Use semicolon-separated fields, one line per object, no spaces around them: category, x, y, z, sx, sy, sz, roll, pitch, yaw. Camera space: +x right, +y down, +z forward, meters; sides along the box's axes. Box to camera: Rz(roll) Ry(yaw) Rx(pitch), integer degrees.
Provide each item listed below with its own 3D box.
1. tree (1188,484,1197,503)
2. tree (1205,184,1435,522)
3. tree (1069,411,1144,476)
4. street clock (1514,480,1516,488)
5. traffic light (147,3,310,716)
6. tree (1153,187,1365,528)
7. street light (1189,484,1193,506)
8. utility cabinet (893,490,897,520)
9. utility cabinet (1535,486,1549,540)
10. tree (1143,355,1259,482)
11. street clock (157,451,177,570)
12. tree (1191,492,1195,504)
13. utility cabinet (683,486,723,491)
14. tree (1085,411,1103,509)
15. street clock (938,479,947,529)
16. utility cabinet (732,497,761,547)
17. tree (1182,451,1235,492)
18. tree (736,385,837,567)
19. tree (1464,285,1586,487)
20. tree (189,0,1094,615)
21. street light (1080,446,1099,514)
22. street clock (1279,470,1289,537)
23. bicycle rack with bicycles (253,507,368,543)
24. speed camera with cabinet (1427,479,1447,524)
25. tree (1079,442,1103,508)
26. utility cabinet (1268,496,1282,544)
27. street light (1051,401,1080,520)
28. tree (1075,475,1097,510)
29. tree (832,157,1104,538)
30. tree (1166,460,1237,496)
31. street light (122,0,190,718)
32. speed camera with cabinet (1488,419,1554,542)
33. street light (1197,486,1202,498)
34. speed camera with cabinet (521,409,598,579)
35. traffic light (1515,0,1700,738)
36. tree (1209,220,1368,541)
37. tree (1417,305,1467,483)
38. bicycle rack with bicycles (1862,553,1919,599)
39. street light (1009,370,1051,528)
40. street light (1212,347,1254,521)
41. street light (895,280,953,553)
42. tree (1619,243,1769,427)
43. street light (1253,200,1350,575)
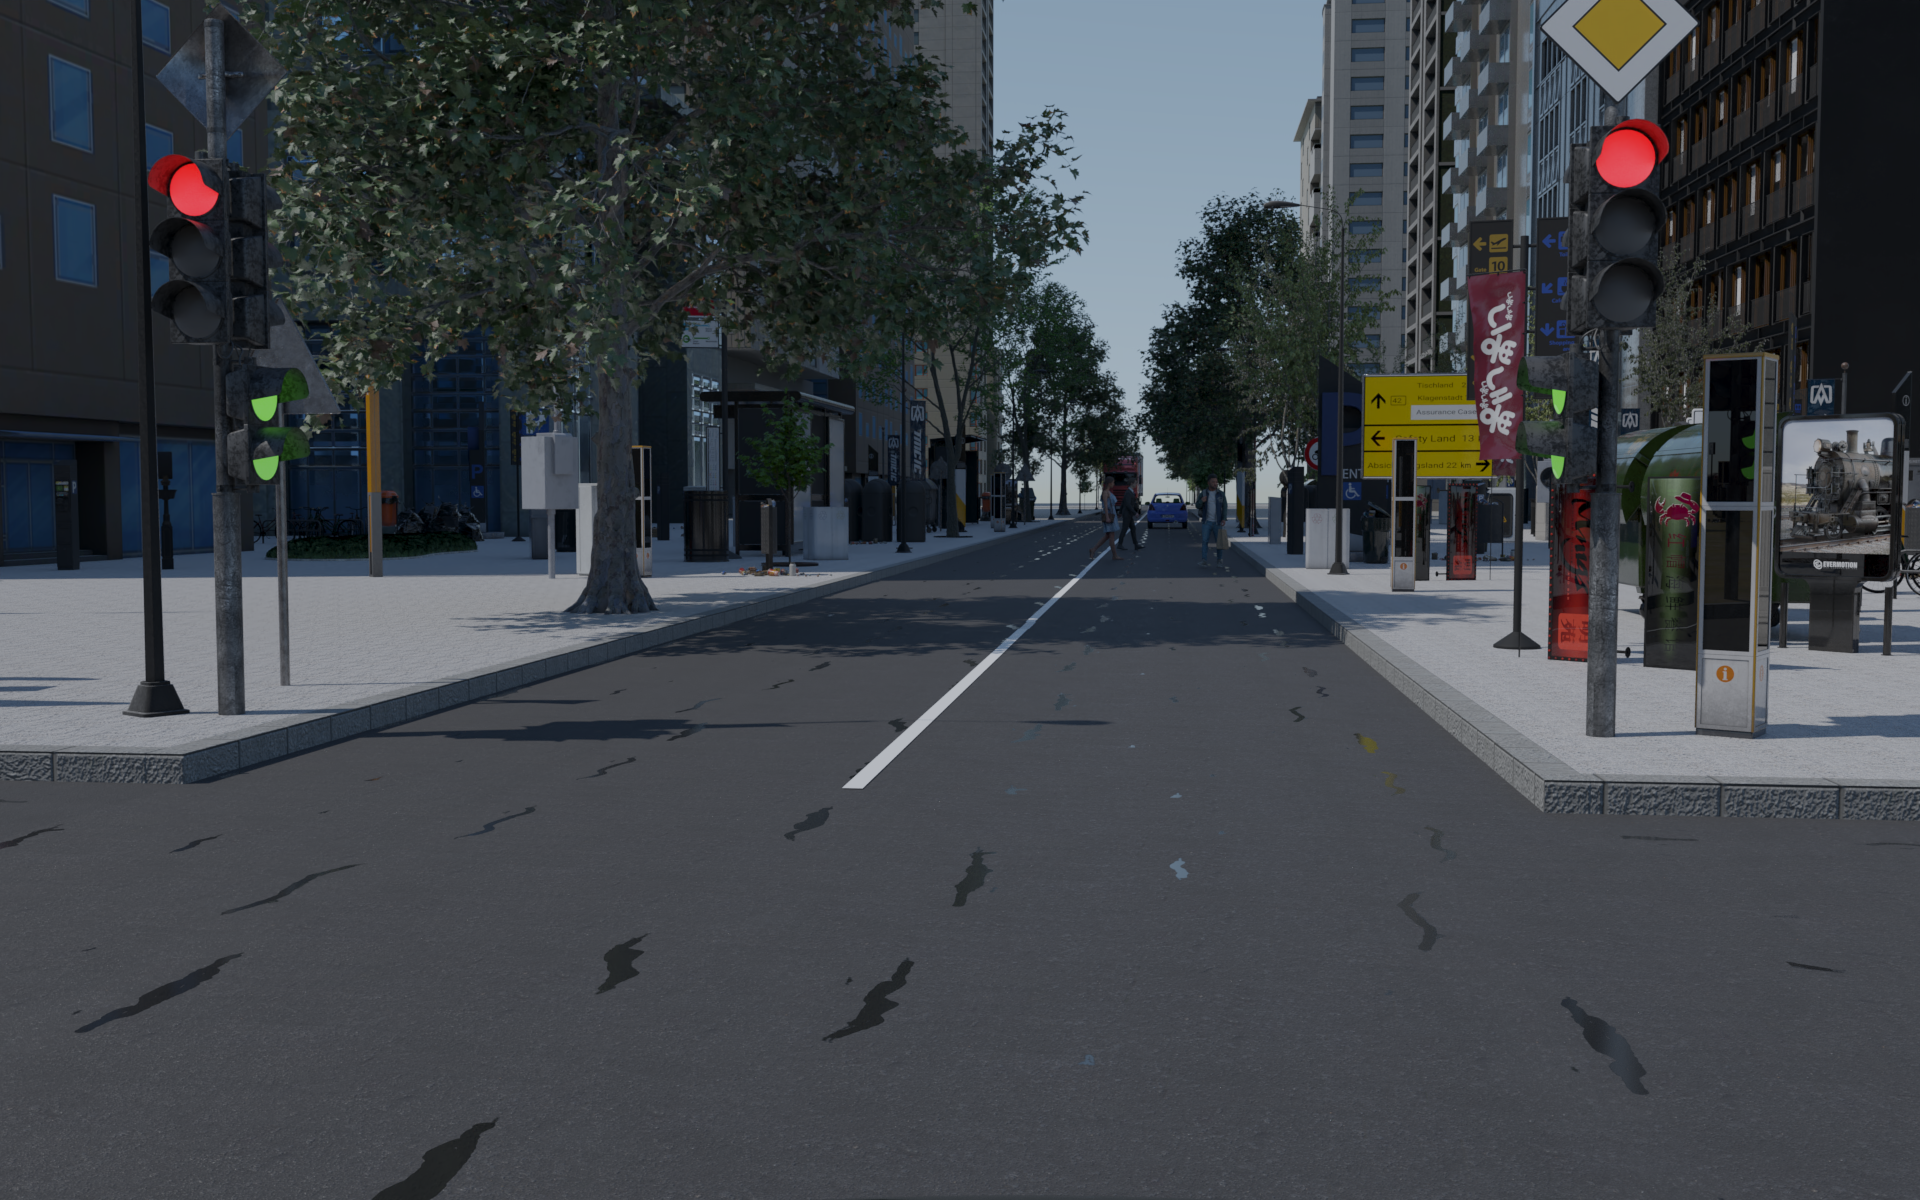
tree;12.362;-7.808;78.021;4.737;8.622;4.395;0;3;0
tree;8.249;-5.514;40.509;4.737;8.622;4.395;0;3;0
tree;14.944;-14.959;178.996;8.767;10.594;7.601;1;4;13
street clock;26.198;-4.751;82.249;0.471;2.002;0.358;1;4;19
traffic light;-4.228;-1.288;9.972;0.839;4.253;0.868;0;4;7
tree;10.791;-9.052;65.010;9.611;12.733;9.660;0;3;0
street light;14.659;-8.047;104.103;1.470;5.913;1.316;0;4;7
utility cabinet;-3.030;-4.616;84.158;0.318;1.500;1.173;2;4;33
utility cabinet;16.397;-2.409;48.070;0.318;1.500;1.173;3;5;44
tree;19.442;-14.152;138.037;9.857;13.997;8.962;0;3;0
street clock;-13.493;-1.521;29.444;0.358;2.002;0.471;-2;4;-24
tree;31.396;-18.758;232.455;9.928;11.665;9.643;0;3;0
utility cabinet;-6.928;-2.328;46.738;1.173;1.500;0.318;2;4;33
tree;12.448;-12.390;152.940;4.737;8.622;4.395;0;3;0
street clock;-0.584;-3.620;63.756;0.358;2.002;0.471;2;4;34
utility cabinet;-5.026;-1.897;42.178;1.020;1.237;0.306;2;4;24
tree;16.166;-7.844;111.967;4.285;4.588;4.351;0;3;0
tree;-3.075;-2.229;31.039;1.663;3.219;1.824;0;3;0
tree;19.696;-6.657;59.210;4.737;8.622;4.395;0;3;0
tree;-3.733;-6.219;18.691;9.611;12.733;9.660;0;3;0
street light;8.450;-8.654;114.030;1.470;5.913;1.316;0;4;7
street clock;9.691;-2.855;51.243;0.471;2.002;0.358;-1;4;-22
bicycle rack with bicycles;-16.890;-1.957;45.373;2.925;0.926;2.852;1;4;18
speed camera with cabinet;20.636;-4.860;73.789;0.660;3.252;2.038;-1;4;-13
tree;12.899;-12.796;159.571;4.360;8.622;3.978;0;3;0
utility cabinet;8.117;-2.048;44.652;0.306;1.237;1.020;0;4;7
street light;5.098;-6.968;86.474;1.470;5.913;1.316;0;4;7
tree;9.887;-8.724;137.238;1.663;3.219;1.824;0;3;0
tree;-0.199;-7.655;50.919;9.928;11.665;9.643;0;3;0
tree;24.203;-15.778;176.101;7.486;12.596;7.792;0;3;0
street light;-4.154;-2.282;9.854;1.470;5.913;1.316;0;4;7
speed camera with cabinet;14.968;-3.162;46.030;2.038;3.252;0.660;1;4;18
street light;12.099;-6.738;82.712;1.470;5.913;1.316;0;4;7
speed camera with cabinet;-5.852;-1.996;26.964;0.660;3.252;2.038;3;4;36
traffic light;3.381;-1.233;9.079;0.839;4.253;0.868;0;4;7
tree;9.090;-5.946;47.584;4.360;8.622;3.978;0;3;0
tree;19.978;-7.234;68.637;4.360;8.622;3.978;0;3;0
bicycle rack with bicycles;12.619;-0.492;21.428;2.925;0.926;2.852;3;5;41
street light;2.529;-5.641;64.768;1.470;5.913;1.316;0;4;7
street light;8.810;-5.040;54.948;1.470;5.913;1.316;0;4;7
street light;-0.696;-3.981;37.630;1.470;5.913;1.316;0;4;7
tree;21.000;-6.131;50.605;4.360;8.622;3.978;0;3;0
street light;5.500;-3.362;27.515;1.470;5.913;1.316;0;4;7
